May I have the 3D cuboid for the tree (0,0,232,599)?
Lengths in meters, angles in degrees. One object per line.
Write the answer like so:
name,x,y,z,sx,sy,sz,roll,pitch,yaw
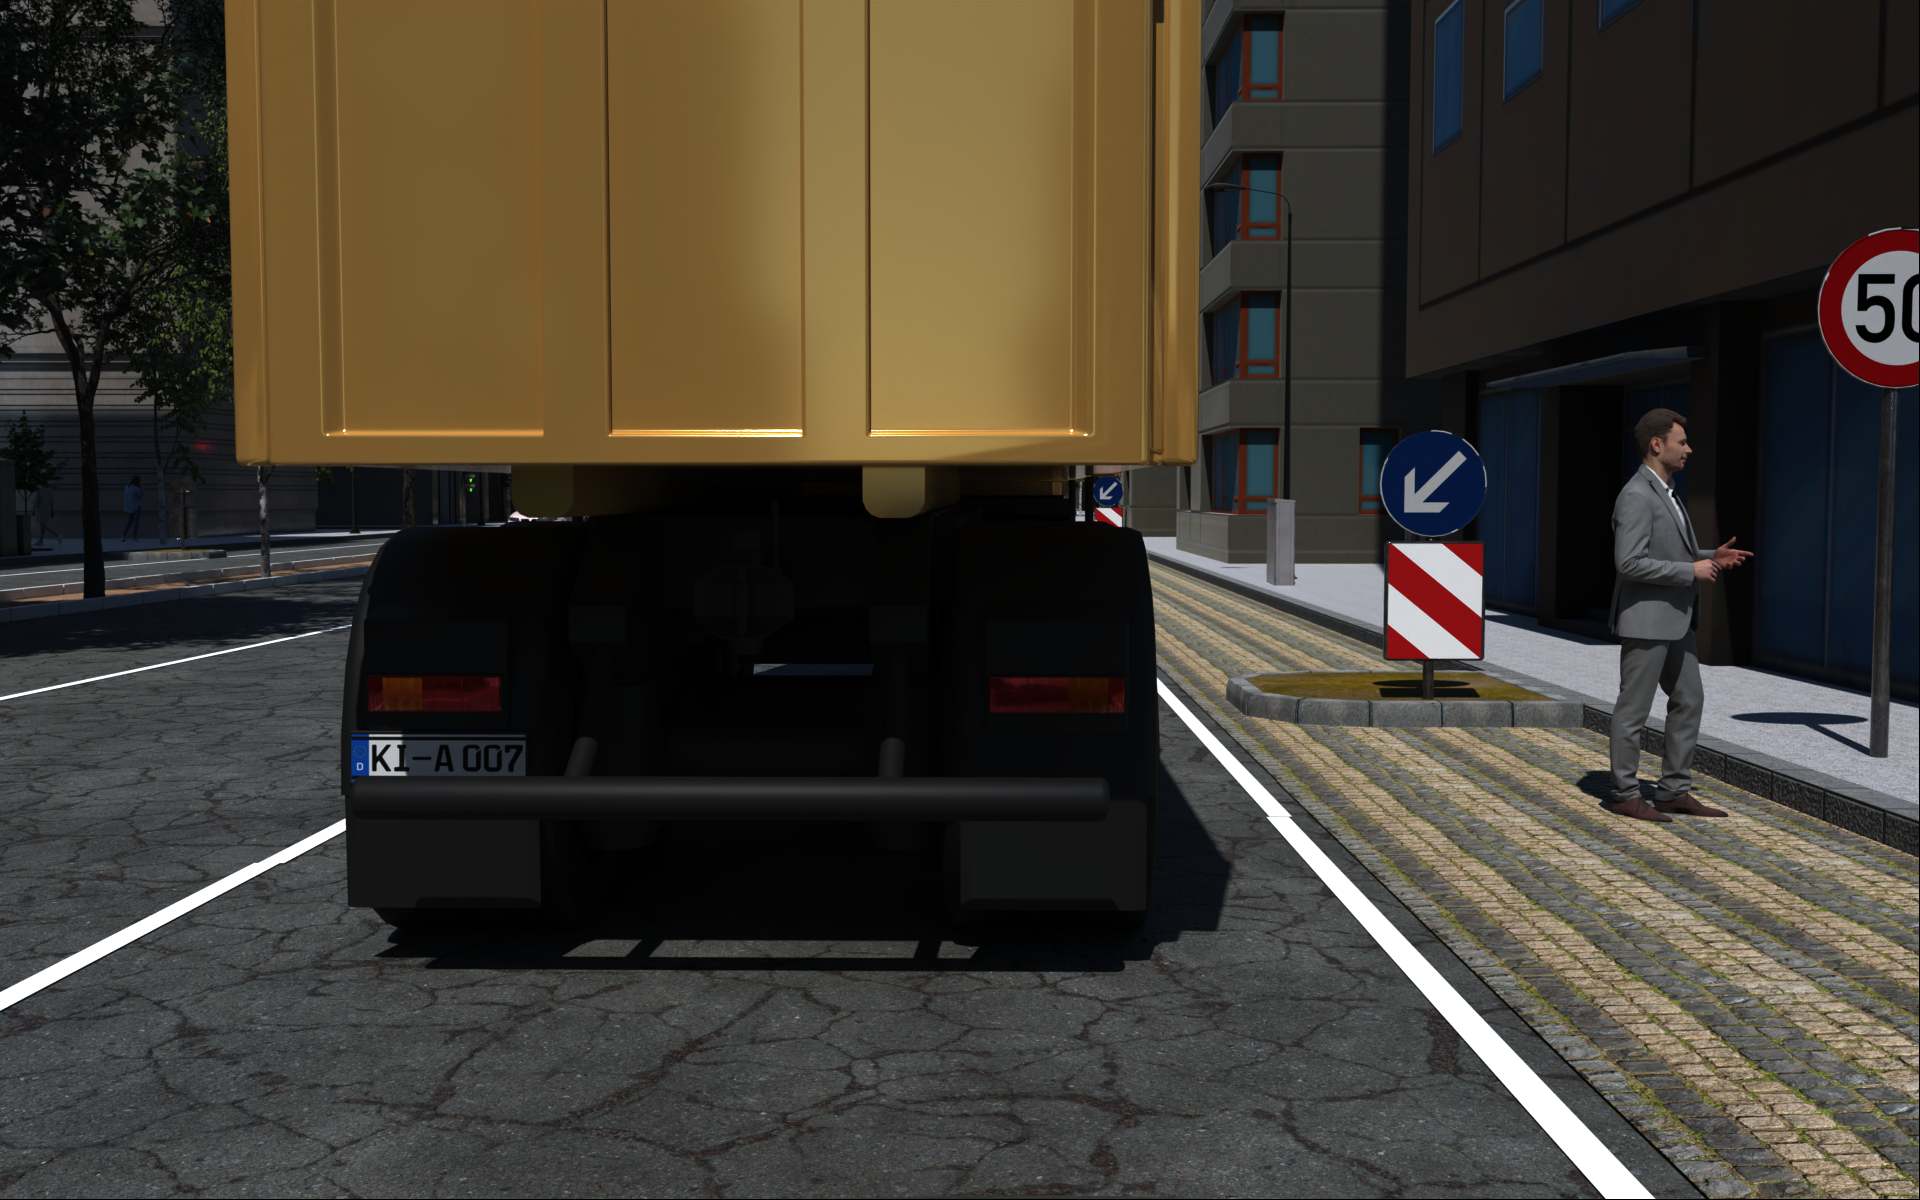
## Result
tree,-11.350,-5.256,22.803,8.767,10.594,7.601,0,4,1

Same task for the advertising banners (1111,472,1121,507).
advertising banners,4.821,-3.497,53.357,0.090,3.025,2.074,0,4,-2

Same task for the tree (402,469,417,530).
tree,-11.640,-6.620,36.450,9.928,11.665,9.643,0,3,0

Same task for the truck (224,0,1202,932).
truck,-0.570,-0.818,9.300,3.469,3.379,9.791,0,4,1

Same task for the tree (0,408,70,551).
tree,-21.018,-2.728,39.198,1.663,3.219,1.824,0,3,0

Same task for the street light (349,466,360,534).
street light,-19.137,-5.113,56.141,1.470,5.913,1.316,0,4,1

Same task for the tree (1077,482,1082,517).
tree,6.709,-9.035,98.079,4.360,8.622,3.978,0,3,0

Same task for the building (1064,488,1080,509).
building,14.338,-28.824,154.874,14.154,41.232,14.086,0,4,1

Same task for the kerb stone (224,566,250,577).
kerb stone,-12.661,-0.485,30.133,0.120,0.150,1.000,0,4,1

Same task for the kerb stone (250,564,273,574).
kerb stone,-12.666,-0.542,31.161,0.120,0.150,1.000,0,4,1

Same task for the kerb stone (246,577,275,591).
kerb stone,-10.614,-0.237,26.065,0.120,0.150,1.000,0,4,1

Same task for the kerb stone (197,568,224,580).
kerb stone,-12.692,-0.421,29.105,0.120,0.150,1.000,0,4,1

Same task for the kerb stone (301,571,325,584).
kerb stone,-10.598,-0.363,28.130,0.120,0.150,1.000,0,4,1

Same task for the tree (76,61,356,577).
tree,-11.834,-4.667,29.125,4.737,8.622,4.395,0,3,0

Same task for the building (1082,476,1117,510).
building,19.239,-31.955,177.081,22.147,44.769,28.867,0,4,1

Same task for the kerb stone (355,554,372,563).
kerb stone,-12.605,-0.856,36.285,0.120,0.150,1.000,0,4,1

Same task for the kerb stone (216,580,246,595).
kerb stone,-10.629,-0.174,25.043,0.120,0.150,1.000,0,4,1

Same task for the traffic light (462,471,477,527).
traffic light,-17.623,-4.443,61.562,0.839,4.253,0.868,0,4,1

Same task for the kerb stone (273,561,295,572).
kerb stone,-12.656,-0.608,32.187,0.120,0.150,1.000,0,4,1

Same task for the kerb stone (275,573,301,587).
kerb stone,-10.608,-0.298,27.100,0.120,0.150,1.000,0,4,1

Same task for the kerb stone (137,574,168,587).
kerb stone,-12.704,-0.298,27.060,0.120,0.150,1.000,0,4,1

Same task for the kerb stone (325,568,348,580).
kerb stone,-10.583,-0.426,29.153,0.120,0.150,1.000,0,4,1

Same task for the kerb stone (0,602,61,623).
kerb stone,-10.688,0.140,19.906,0.120,0.150,1.000,0,4,1

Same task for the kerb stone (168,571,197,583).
kerb stone,-12.693,-0.360,28.082,0.120,0.150,1.000,0,4,1

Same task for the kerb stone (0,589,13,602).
kerb stone,-12.754,-0.045,22.973,0.120,0.150,1.000,0,4,1

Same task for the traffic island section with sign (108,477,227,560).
traffic island section with sign,-17.593,-1.839,38.693,1.989,1.847,2.006,0,4,1

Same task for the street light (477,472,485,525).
street light,-19.101,-6.014,70.870,1.470,5.913,1.316,0,4,1

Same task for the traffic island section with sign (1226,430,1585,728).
traffic island section with sign,2.833,-0.176,11.503,1.989,1.847,2.006,0,4,1

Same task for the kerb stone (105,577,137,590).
kerb stone,-12.715,-0.227,26.039,0.120,0.150,1.000,0,4,1

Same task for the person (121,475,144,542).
person,-22.401,-2.480,46.860,0.793,1.790,0.793,0,4,-7

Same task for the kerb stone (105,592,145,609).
kerb stone,-10.665,0.018,21.959,0.120,0.150,1.000,0,4,1

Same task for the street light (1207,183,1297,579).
street light,4.388,-3.272,26.038,1.470,5.913,1.316,0,4,1

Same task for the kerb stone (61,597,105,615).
kerb stone,-10.673,0.078,20.931,0.120,0.150,1.000,0,4,1

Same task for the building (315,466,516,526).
building,-30.866,-17.262,86.756,19.350,26.468,34.151,0,4,1

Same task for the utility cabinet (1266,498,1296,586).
utility cabinet,4.585,-0.830,24.727,0.306,1.237,1.020,0,4,4

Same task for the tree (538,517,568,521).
tree,-11.410,-5.934,49.833,4.737,8.622,4.395,0,3,0

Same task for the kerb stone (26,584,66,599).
kerb stone,-12.750,-0.110,23.995,0.120,0.150,1.000,0,4,1

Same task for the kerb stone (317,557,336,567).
kerb stone,-12.632,-0.732,34.236,0.120,0.150,1.000,0,4,1

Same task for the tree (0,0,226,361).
tree,-11.722,-5.785,14.052,9.611,12.733,9.660,0,3,0

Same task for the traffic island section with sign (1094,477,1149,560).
traffic island section with sign,3.127,-1.824,38.457,1.989,1.847,2.006,0,4,1

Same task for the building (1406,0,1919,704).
building,12.310,-22.192,12.952,14.600,45.320,14.200,0,4,1

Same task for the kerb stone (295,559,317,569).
kerb stone,-12.631,-0.671,33.209,0.120,0.150,1.000,0,4,1

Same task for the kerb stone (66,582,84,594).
kerb stone,-12.731,-0.173,25.017,0.120,0.150,1.000,0,4,1

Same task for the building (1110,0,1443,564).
building,18.923,-12.261,45.512,27.650,21.520,28.899,0,4,1

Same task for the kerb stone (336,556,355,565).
kerb stone,-12.615,-0.796,35.260,0.120,0.150,1.000,0,4,1

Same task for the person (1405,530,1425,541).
person,7.637,-1.367,28.939,0.519,1.759,0.362,1,4,18

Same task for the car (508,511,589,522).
car,-14.083,-2.881,59.468,2.083,1.381,4.827,0,4,2

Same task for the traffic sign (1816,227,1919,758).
traffic sign,4.487,-0.506,8.381,0.768,2.556,0.104,0,4,1

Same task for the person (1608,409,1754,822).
person,3.117,0.071,7.546,0.583,1.804,0.606,2,4,32

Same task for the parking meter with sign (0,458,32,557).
parking meter with sign,-19.609,-2.390,35.341,0.543,3.016,1.738,0,4,-2

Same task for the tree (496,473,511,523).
tree,-20.169,-5.117,78.265,1.663,3.219,1.824,0,3,0

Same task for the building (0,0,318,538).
building,-32.096,-13.350,54.434,21.152,22.565,11.583,0,4,1

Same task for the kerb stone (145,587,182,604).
kerb stone,-10.652,-0.048,22.981,0.120,0.150,1.000,0,4,1

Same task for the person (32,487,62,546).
person,-22.701,-2.217,43.042,0.760,1.731,0.466,0,4,-8

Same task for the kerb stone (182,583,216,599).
kerb stone,-10.640,-0.111,24.013,0.120,0.150,1.000,0,4,1

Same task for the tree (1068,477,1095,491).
tree,6.858,-7.375,104.289,4.285,4.588,4.351,0,3,0

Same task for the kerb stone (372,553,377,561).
kerb stone,-12.604,-0.925,37.315,0.120,0.150,1.000,0,4,1

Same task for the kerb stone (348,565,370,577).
kerb stone,-10.572,-0.489,30.188,0.120,0.150,1.000,0,4,1
